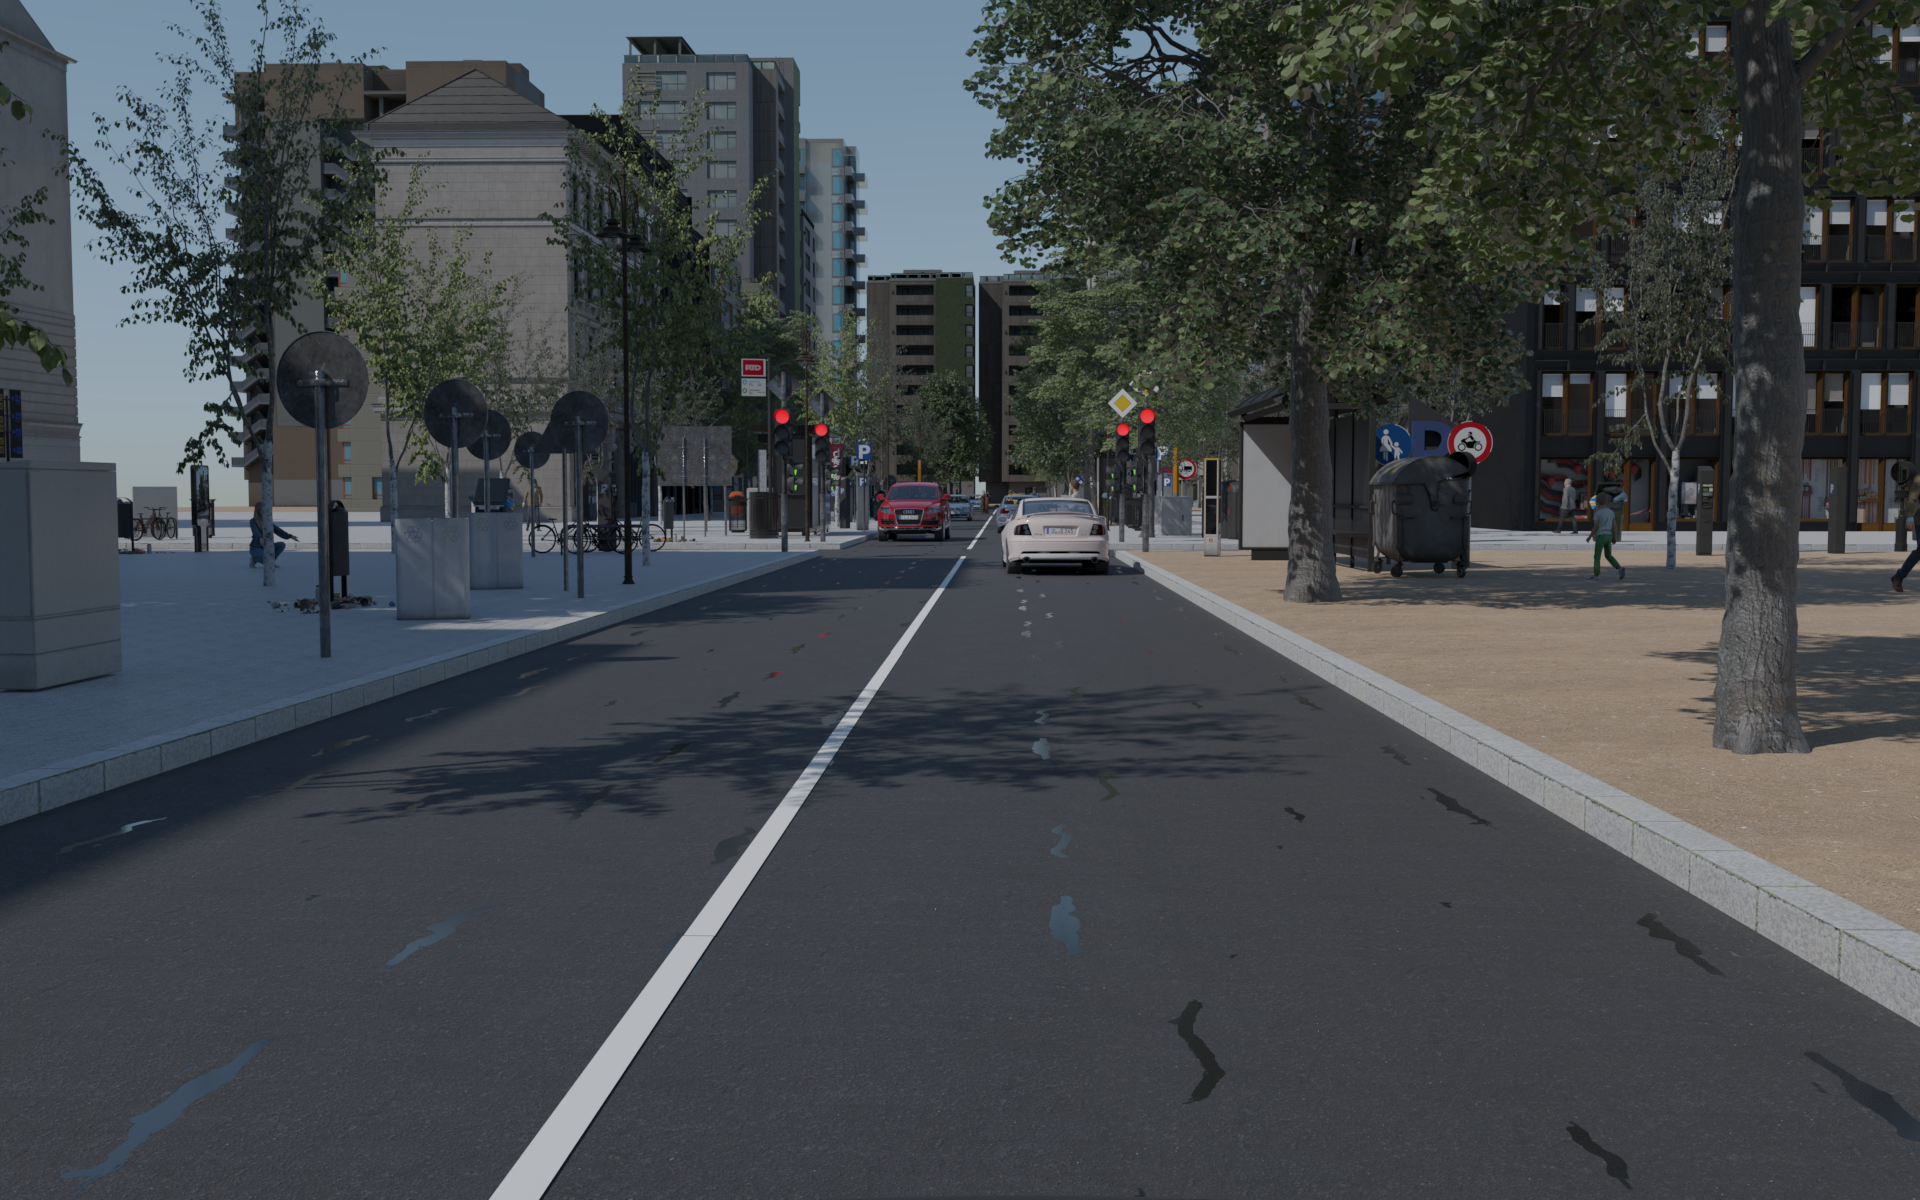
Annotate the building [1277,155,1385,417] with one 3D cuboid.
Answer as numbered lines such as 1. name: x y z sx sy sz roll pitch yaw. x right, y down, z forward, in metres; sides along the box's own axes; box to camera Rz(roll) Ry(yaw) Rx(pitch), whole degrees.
1. building: 28.212 -16.304 108.363 13.314 21.916 24.055 0 4 2

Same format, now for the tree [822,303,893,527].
1. tree: -4.756 -7.169 67.582 4.737 8.622 4.395 0 3 0

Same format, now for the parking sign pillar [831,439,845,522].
1. parking sign pillar: -5.758 -5.685 81.428 1.447 3.967 1.447 1 4 12

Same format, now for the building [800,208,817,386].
1. building: -21.994 -24.801 177.202 14.107 30.474 14.160 0 4 2

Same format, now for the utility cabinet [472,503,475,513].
1. utility cabinet: -13.050 -2.233 47.675 1.020 1.237 0.306 3 5 42

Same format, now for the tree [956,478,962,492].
1. tree: -0.824 -14.445 186.530 4.360 8.622 3.978 0 3 0

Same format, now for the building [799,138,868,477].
1. building: -27.458 -37.420 231.430 30.456 49.044 23.786 0 4 2

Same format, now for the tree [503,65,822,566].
1. tree: -5.413 -4.926 30.898 4.737 8.622 4.395 0 3 0

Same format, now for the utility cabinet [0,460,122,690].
1. utility cabinet: -6.126 -0.186 11.719 0.318 1.500 1.173 0 4 -1

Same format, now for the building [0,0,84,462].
1. building: -44.414 -13.195 64.894 18.267 20.994 9.793 0 4 2

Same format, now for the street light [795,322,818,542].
1. street light: -4.120 -4.514 46.593 0.468 5.910 1.993 0 4 2

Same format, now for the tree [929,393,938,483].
1. tree: -4.176 -8.393 87.586 4.360 8.622 3.978 0 3 0

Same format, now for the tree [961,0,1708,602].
1. tree: 4.237 -6.952 20.322 9.857 13.997 8.962 0 3 0

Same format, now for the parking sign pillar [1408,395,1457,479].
1. parking sign pillar: 12.622 -3.531 46.198 1.447 3.967 1.447 0 4 8

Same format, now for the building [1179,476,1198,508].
1. building: 37.925 -29.217 169.574 32.217 40.220 23.993 0 4 2

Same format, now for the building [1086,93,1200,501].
1. building: 30.425 -39.315 232.031 27.495 52.752 28.713 0 4 2

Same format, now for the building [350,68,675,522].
1. building: -22.189 -14.025 80.226 10.553 20.767 40.483 0 4 2

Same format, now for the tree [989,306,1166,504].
1. tree: 7.328 -11.241 100.802 9.611 12.733 9.660 0 3 0

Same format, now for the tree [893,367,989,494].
1. tree: -1.421 -14.638 156.344 9.611 12.733 9.660 0 3 0

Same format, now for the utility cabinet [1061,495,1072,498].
1. utility cabinet: 7.303 -6.445 116.541 1.020 1.237 0.306 1 4 16

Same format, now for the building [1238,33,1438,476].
1. building: 28.776 -29.289 128.979 14.600 45.320 14.200 0 4 2

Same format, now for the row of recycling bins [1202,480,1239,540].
1. row of recycling bins: 7.895 -2.599 49.601 1.069 1.692 3.534 -1 4 -13

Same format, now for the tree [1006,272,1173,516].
1. tree: 5.307 -8.371 71.284 7.601 10.594 8.767 1 4 9

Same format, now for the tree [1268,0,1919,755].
1. tree: 3.701 -5.537 8.653 7.486 12.596 7.792 0 3 0

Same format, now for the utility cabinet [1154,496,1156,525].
1. utility cabinet: 8.318 -3.721 72.000 1.020 1.237 0.306 0 4 5

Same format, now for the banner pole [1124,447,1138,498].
1. banner pole: 7.553 -5.263 76.063 0.863 3.779 0.401 -1 4 -22

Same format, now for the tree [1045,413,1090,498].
1. tree: 7.245 -10.097 115.454 4.360 8.622 3.978 0 3 0

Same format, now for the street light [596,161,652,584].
1. street light: -4.724 -3.163 24.504 0.468 5.910 1.993 0 4 2

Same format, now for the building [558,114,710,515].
1. building: -23.277 -17.120 109.587 12.332 23.373 15.834 0 4 2

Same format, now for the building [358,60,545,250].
1. building: -50.999 -32.216 176.836 14.200 45.320 14.600 0 4 2

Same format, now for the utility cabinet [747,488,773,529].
1. utility cabinet: -7.087 -3.294 62.536 1.173 1.500 0.318 0 4 7

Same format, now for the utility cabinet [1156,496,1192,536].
1. utility cabinet: 6.650 -2.588 53.482 1.020 1.237 0.306 -1 4 -18

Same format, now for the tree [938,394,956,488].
1. tree: -2.485 -10.333 119.304 4.360 8.622 3.978 0 3 0

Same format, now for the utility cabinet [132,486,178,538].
1. utility cabinet: -23.471 -2.558 50.501 1.173 1.500 0.318 -2 4 -30

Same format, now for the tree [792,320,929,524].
1. tree: -4.135 -7.501 72.997 4.360 8.622 3.978 0 3 0

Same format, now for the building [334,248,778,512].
1. building: -30.041 -17.850 136.880 27.650 21.520 28.899 0 4 2

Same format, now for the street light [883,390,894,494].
1. street light: -3.219 -6.384 77.171 0.468 5.910 1.993 0 4 2

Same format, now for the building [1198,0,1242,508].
1. building: 32.163 -31.989 146.715 21.300 48.544 21.600 0 4 2

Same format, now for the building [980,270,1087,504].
1. building: 9.364 -27.824 226.624 14.107 30.474 14.160 0 4 2

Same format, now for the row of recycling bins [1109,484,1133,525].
1. row of recycling bins: 6.857 -4.078 73.787 1.069 1.692 3.534 0 4 5

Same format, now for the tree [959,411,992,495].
1. tree: 0.121 -16.518 195.826 9.928 11.665 9.643 0 3 0

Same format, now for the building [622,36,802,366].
1. building: -22.258 -28.999 157.733 14.154 41.232 14.086 0 4 2

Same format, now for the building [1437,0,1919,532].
1. building: 27.366 -14.365 64.545 15.834 23.373 12.332 0 4 2

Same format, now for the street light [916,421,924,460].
1. street light: -2.482 -8.241 107.528 0.468 5.910 1.993 0 4 2

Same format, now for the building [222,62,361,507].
1. building: -65.178 -32.276 177.819 14.200 45.320 14.600 0 4 2

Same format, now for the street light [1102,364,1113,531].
1. street light: 5.148 -5.345 60.180 0.468 5.910 1.993 0 4 2

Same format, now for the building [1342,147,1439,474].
1. building: 27.695 -13.493 88.070 16.820 18.784 16.811 0 4 2

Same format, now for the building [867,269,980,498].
1. building: -4.964 -27.784 225.965 14.107 30.474 14.160 0 4 2

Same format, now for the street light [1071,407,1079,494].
1. street light: 5.954 -7.202 90.536 0.468 5.910 1.993 0 4 2

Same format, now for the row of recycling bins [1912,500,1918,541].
1. row of recycling bins: 27.481 -2.539 48.629 1.069 1.692 3.534 3 5 39
